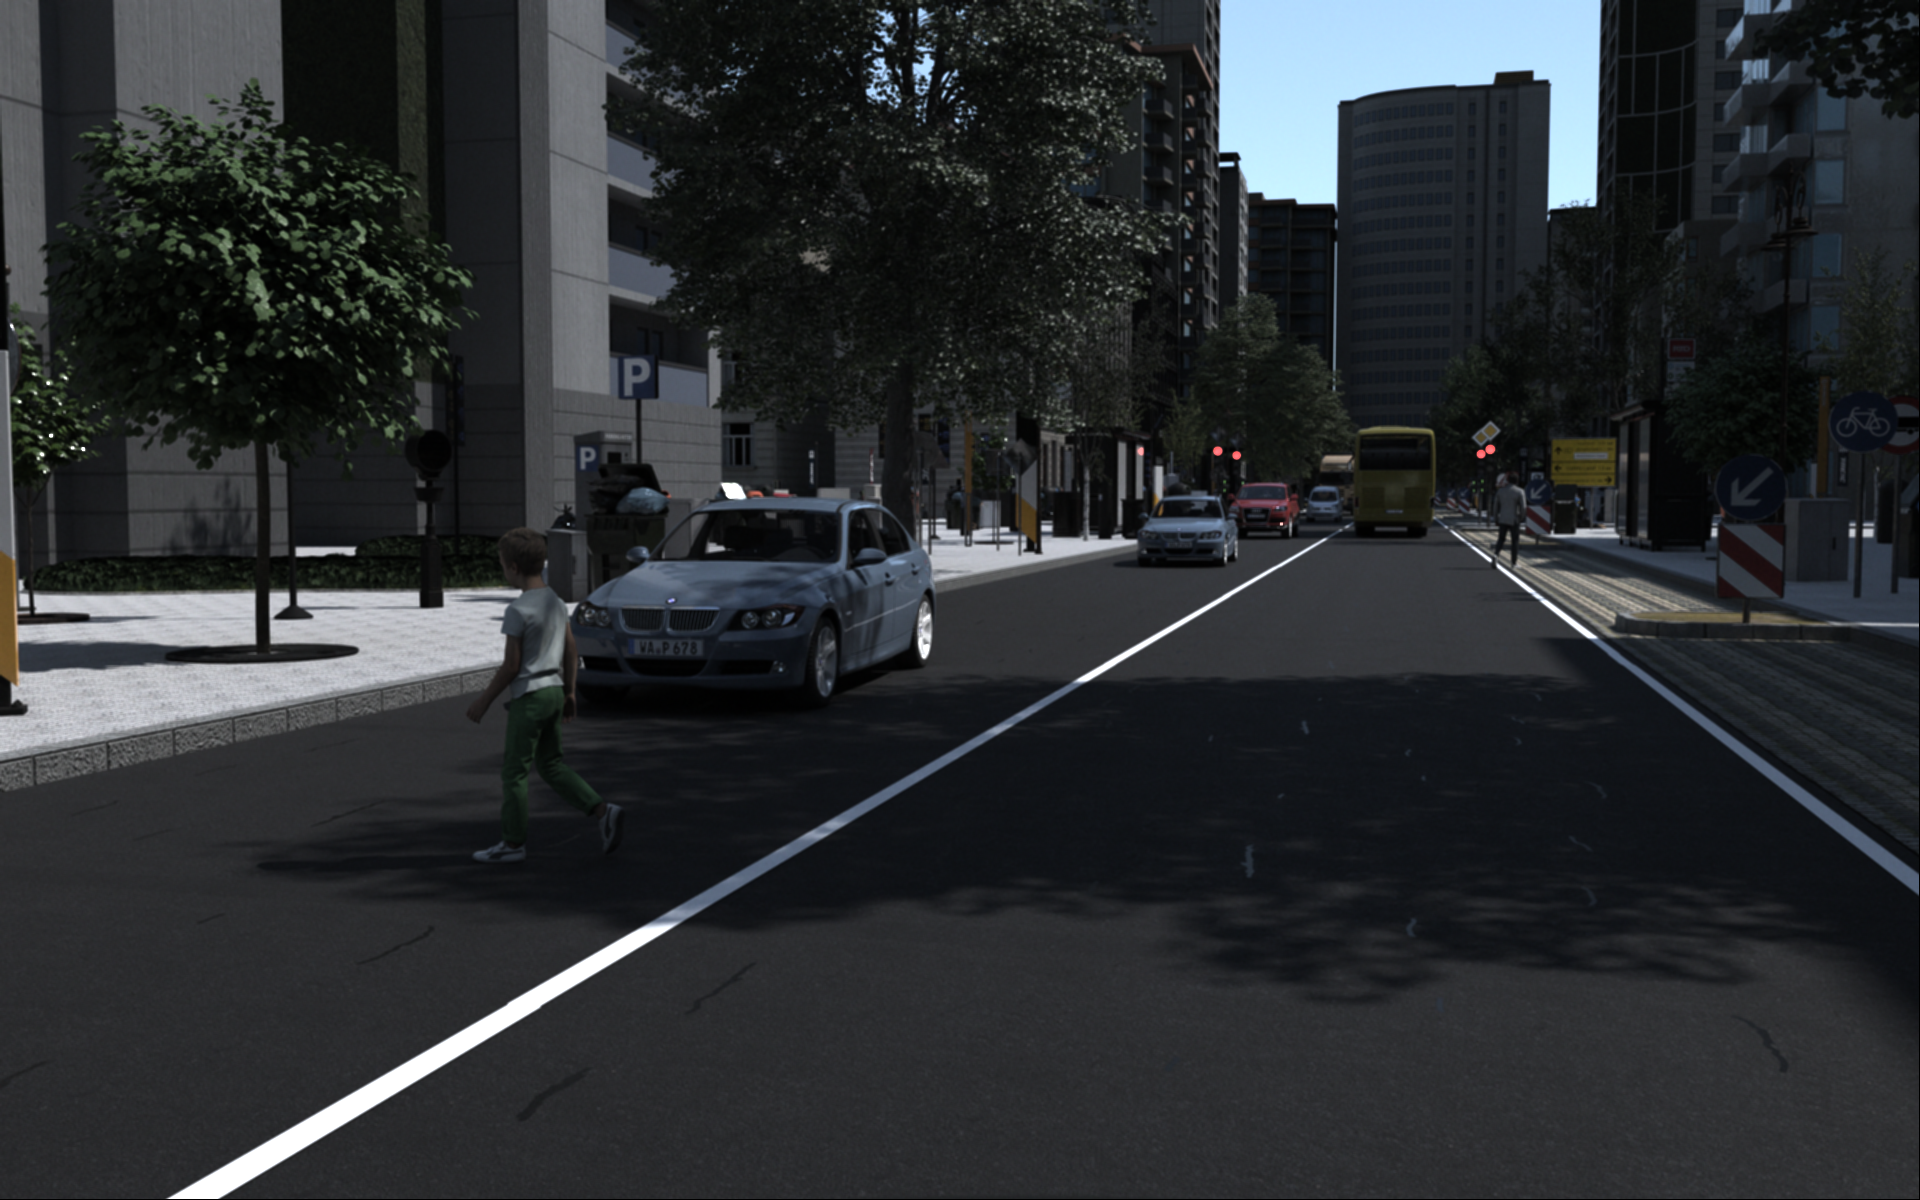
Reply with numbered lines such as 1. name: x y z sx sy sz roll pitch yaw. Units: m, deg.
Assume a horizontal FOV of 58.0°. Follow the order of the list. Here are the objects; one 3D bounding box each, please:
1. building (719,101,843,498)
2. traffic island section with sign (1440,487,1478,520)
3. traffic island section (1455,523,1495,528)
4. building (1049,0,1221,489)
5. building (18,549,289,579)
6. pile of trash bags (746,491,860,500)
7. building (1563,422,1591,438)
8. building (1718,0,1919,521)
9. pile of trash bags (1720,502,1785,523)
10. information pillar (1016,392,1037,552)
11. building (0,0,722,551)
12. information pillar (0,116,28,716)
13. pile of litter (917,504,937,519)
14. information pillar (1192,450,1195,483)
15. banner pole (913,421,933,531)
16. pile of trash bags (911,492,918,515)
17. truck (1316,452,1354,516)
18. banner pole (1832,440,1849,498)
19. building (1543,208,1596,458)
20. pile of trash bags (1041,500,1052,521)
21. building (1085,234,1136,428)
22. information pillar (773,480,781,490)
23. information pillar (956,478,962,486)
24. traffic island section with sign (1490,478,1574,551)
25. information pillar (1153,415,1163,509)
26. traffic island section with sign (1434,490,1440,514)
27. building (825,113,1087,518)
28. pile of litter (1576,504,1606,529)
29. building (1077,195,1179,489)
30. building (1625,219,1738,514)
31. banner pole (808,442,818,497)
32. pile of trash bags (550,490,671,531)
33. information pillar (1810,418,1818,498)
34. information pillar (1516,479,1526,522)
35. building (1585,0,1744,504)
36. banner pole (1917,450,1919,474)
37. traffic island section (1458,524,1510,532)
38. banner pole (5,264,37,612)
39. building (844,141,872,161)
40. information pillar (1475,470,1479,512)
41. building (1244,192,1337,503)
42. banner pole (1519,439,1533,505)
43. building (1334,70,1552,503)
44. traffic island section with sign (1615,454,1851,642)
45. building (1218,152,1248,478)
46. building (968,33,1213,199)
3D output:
1. building: -21.948 -16.572 104.240 30.059 22.955 16.112 1 4 14
2. traffic island section with sign: 28.339 -5.457 97.853 1.989 1.847 2.006 1 4 14
3. traffic island section: 22.227 -3.165 74.021 2.009 0.180 2.903 1 4 14
4. building: 20.141 -46.083 191.716 20.563 71.187 20.611 1 4 14
5. building: -25.188 -29.072 17.332 21.231 58.520 28.212 1 4 14
6. pile of trash bags: -4.956 -2.656 53.176 3.447 1.369 1.912 -2 4 -25
7. building: 78.068 -53.460 186.743 22.319 86.520 31.000 1 4 14
8. building: 55.716 -28.698 88.828 30.456 49.044 23.786 1 4 14
9. pile of trash bags: 28.500 -3.127 60.882 3.447 1.369 1.912 1 4 13
10. information pillar: 1.488 -2.871 38.292 0.504 3.616 0.183 0 4 1
11. building: -22.316 -31.250 52.929 28.212 58.520 21.231 1 4 14
12. information pillar: -5.697 -1.136 9.923 0.504 3.616 0.183 -1 4 -21
13. pile of litter: -1.948 -4.513 87.750 1.719 0.858 1.176 2 4 33
14. information pillar: 12.526 -6.214 92.960 0.183 3.616 0.504 0 4 0
15. banner pole: -1.332 -4.246 59.435 0.863 3.779 0.401 0 4 -2
16. pile of trash bags: -2.940 -3.661 69.612 3.447 1.369 1.912 3 4 36
17. truck: 26.036 -7.899 118.054 2.839 4.237 11.283 1 4 16
18. banner pole: 35.998 -4.948 70.919 0.863 3.779 0.401 0 4 -7
19. building: 88.064 -33.967 238.951 14.086 41.232 14.154 1 4 14
20. pile of trash bags: 2.907 -4.410 81.852 3.447 1.369 1.912 -2 4 -28
21. building: 6.056 -16.613 120.772 9.793 20.994 18.267 1 4 14
22. information pillar: -9.704 -5.352 92.004 0.304 2.012 0.304 2 4 27
23. information pillar: -0.051 -4.628 80.164 0.304 2.012 0.304 0 4 1
24. traffic island section with sign: 14.769 -2.210 44.760 1.989 1.847 2.006 1 4 14
25. information pillar: 5.861 -3.661 51.216 0.183 3.616 0.504 2 4 34
26. traffic island section with sign: 35.108 -7.074 124.286 1.989 1.847 2.006 1 4 14
27. building: 0.577 -16.187 100.821 11.583 22.565 21.152 1 4 14
28. pile of litter: 23.566 -3.120 64.976 1.176 0.858 1.719 0 4 6
29. building: 10.212 -18.827 137.501 12.332 23.373 15.834 1 4 14
30. building: 62.638 -16.836 120.310 27.650 21.520 28.899 1 4 14
31. banner pole: -7.060 -5.723 83.591 0.401 3.779 0.863 2 4 31
32. pile of trash bags: -7.767 -1.825 39.598 1.912 1.369 3.447 2 4 28
33. information pillar: 23.155 -3.385 46.699 0.183 3.616 0.504 -1 4 -13
34. information pillar: 25.846 -4.607 79.809 0.304 2.012 0.304 -3 4 -36
35. building: 69.507 -44.315 162.809 20.563 71.187 20.611 1 4 14
36. banner pole: 39.901 -5.011 71.949 0.863 3.779 0.401 -2 4 -32
37. traffic island section: 20.248 -2.691 66.284 2.009 0.180 2.903 1 4 14
38. banner pole: -10.518 -1.781 19.131 0.401 3.779 0.863 -2 4 -35
39. building: -8.281 -34.225 214.209 28.867 44.769 22.147 1 4 14
40. information pillar: 36.871 -8.075 123.382 0.183 3.616 0.504 -1 4 -14
41. building: 40.489 -36.706 254.768 28.867 44.769 22.147 1 4 14
42. banner pole: 25.819 -5.441 78.978 0.863 3.779 0.401 -1 4 -20
43. building: 68.043 -43.114 246.915 28.212 58.520 21.231 1 4 14
44. traffic island section with sign: 7.886 -0.565 17.872 1.989 1.847 2.006 1 4 14
45. building: 27.444 -32.198 210.035 14.086 41.232 14.154 1 4 14
46. building: 12.615 -31.458 168.955 22.147 44.769 28.867 1 4 14
